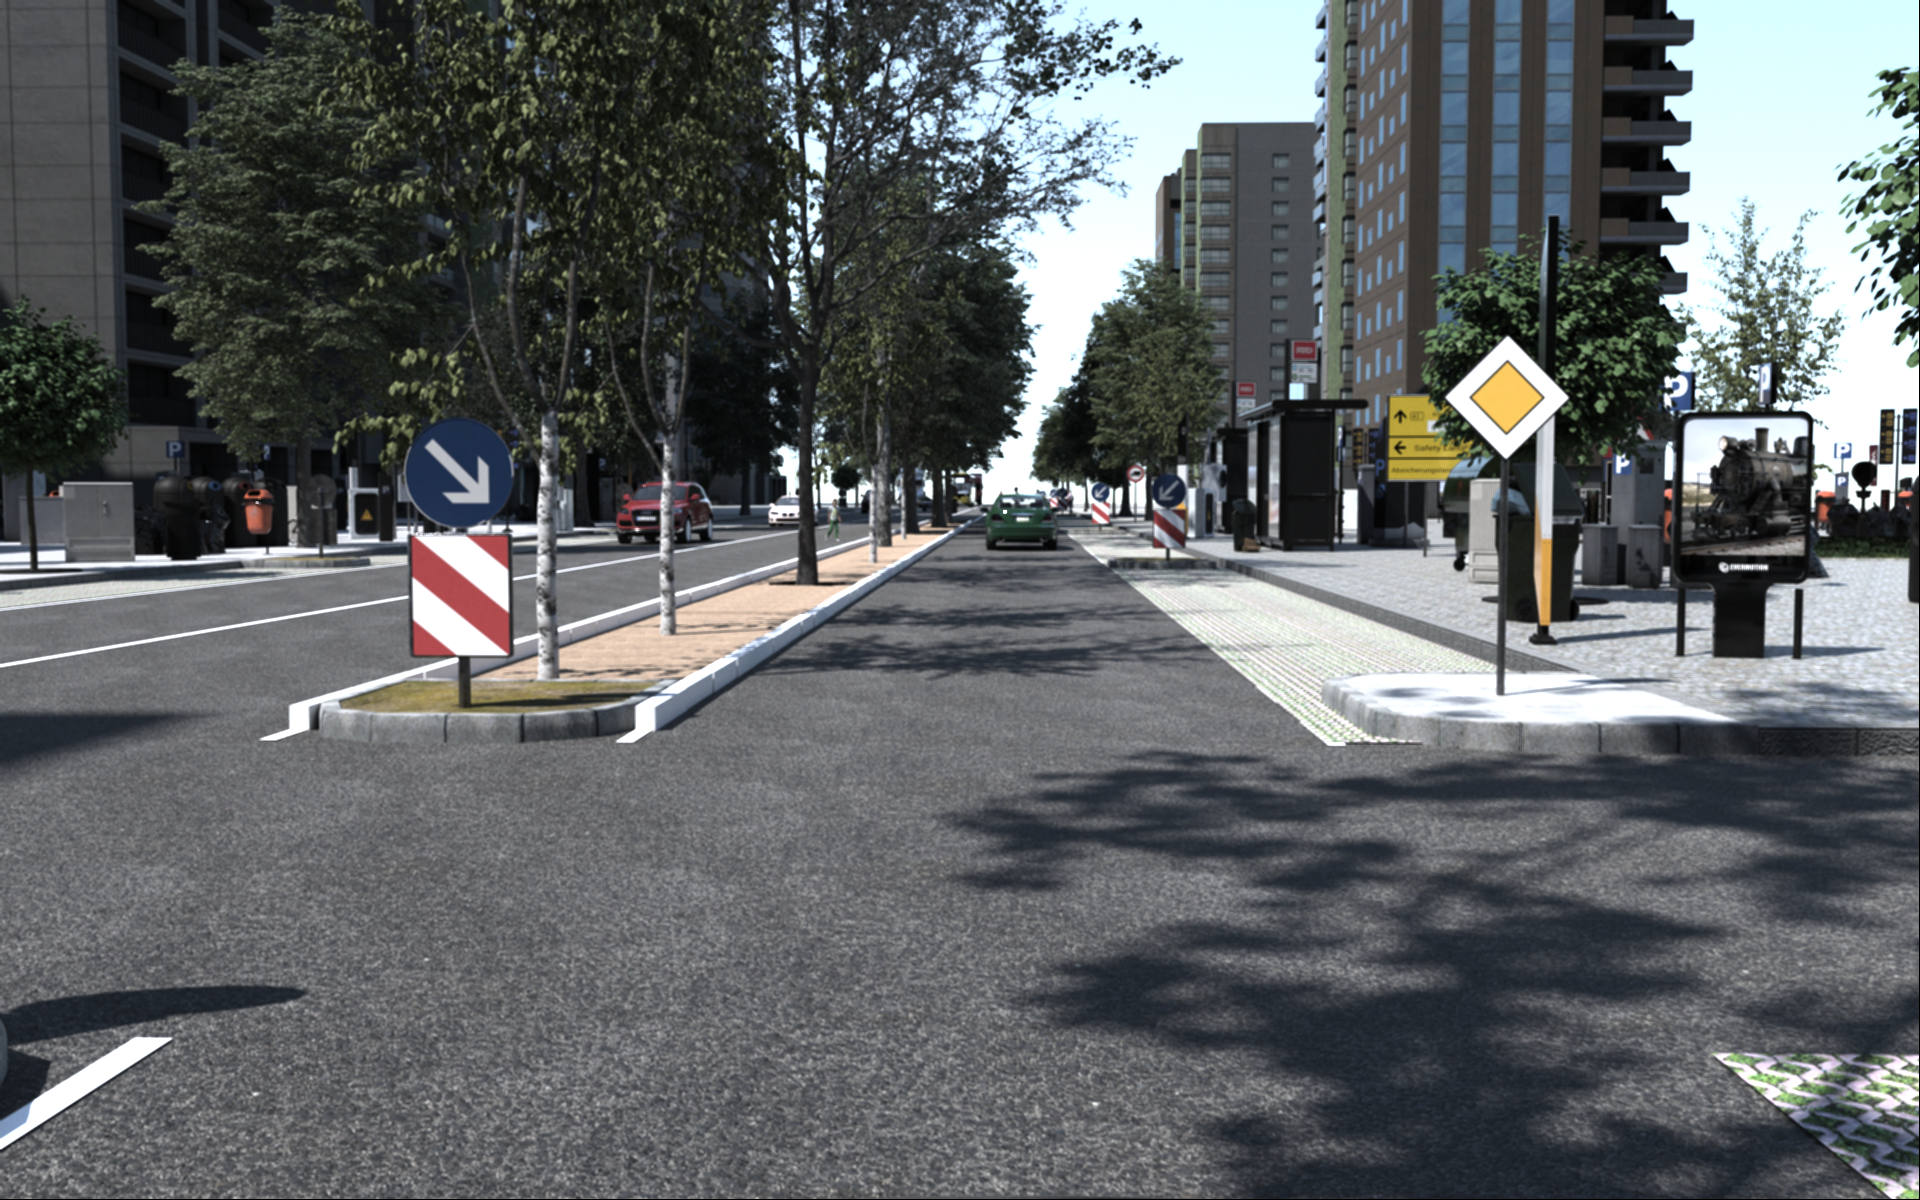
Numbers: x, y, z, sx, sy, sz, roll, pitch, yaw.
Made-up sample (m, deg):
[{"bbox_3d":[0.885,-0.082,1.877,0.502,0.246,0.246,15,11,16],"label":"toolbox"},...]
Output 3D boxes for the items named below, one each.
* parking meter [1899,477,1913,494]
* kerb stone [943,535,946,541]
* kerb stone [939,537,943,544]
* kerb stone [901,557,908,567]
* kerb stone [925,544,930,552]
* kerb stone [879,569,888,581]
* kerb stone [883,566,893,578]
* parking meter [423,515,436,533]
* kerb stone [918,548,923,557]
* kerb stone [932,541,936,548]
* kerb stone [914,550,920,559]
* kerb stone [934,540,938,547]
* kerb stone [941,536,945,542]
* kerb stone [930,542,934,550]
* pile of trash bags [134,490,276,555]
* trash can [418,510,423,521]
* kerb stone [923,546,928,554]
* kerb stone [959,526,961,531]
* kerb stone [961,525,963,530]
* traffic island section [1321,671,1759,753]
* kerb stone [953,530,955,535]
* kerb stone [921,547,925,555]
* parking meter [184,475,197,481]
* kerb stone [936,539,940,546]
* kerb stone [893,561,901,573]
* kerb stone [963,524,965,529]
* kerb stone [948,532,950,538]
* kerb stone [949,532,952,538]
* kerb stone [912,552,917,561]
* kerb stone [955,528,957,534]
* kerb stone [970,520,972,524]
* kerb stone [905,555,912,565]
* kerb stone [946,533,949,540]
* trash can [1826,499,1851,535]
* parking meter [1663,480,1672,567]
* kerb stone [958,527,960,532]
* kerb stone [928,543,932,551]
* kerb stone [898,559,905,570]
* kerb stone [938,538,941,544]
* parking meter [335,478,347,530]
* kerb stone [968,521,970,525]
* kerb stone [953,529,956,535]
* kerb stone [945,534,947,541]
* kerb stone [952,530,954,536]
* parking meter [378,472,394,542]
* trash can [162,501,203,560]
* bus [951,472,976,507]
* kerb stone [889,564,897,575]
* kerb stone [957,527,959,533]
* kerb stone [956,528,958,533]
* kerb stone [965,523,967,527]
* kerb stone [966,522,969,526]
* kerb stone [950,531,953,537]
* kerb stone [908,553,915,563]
[{"bbox_3d":[32.360,-3.278,59.301,0.399,1.863,0.255,-2,4,-27],"label":"parking meter"},{"bbox_3d":[-0.561,-1.754,50.914,0.120,0.150,1.000,0,4,2],"label":"kerb stone"},{"bbox_3d":[-0.631,-1.630,48.854,0.120,0.150,1.000,0,4,2],"label":"kerb stone"},{"bbox_3d":[-1.138,-0.690,33.475,0.120,0.150,1.000,0,4,2],"label":"kerb stone"},{"bbox_3d":[-0.867,-1.192,41.686,0.120,0.150,1.000,0,4,2],"label":"kerb stone"},{"bbox_3d":[-1.316,-0.377,28.358,0.120,0.150,1.000,0,4,2],"label":"kerb stone"},{"bbox_3d":[-1.282,-0.439,29.380,0.120,0.150,1.000,0,4,2],"label":"kerb stone"},{"bbox_3d":[-16.527,-2.784,53.923,0.372,1.533,0.369,0,3,0],"label":"parking meter"},{"bbox_3d":[-0.977,-1.004,38.603,0.120,0.150,1.000,0,4,2],"label":"kerb stone"},{"bbox_3d":[-0.770,-1.377,44.753,0.120,0.150,1.000,0,4,2],"label":"kerb stone"},{"bbox_3d":[-1.008,-0.941,37.579,0.120,0.150,1.000,0,4,2],"label":"kerb stone"},{"bbox_3d":[-0.735,-1.439,45.774,0.120,0.150,1.000,0,4,2],"label":"kerb stone"},{"bbox_3d":[-0.592,-1.693,49.884,0.120,0.150,1.000,0,4,2],"label":"kerb stone"},{"bbox_3d":[-0.808,-1.317,43.732,0.120,0.150,1.000,0,4,2],"label":"kerb stone"},{"bbox_3d":[-16.111,-1.652,36.767,3.447,1.369,1.912,1,4,12],"label":"pile of trash bags"},{"bbox_3d":[-25.662,-4.326,82.390,0.748,1.137,0.748,0,3,0],"label":"trash can"},{"bbox_3d":[-0.907,-1.124,40.657,0.120,0.150,1.000,0,4,2],"label":"kerb stone"},{"bbox_3d":[-0.126,-2.571,64.232,0.120,0.150,1.000,0,4,2],"label":"kerb stone"},{"bbox_3d":[-0.050,-2.697,66.289,0.120,0.150,1.000,0,4,2],"label":"kerb stone"},{"bbox_3d":[3.462,0.687,11.043,2.009,0.180,2.903,0,4,2],"label":"traffic island section"},{"bbox_3d":[-0.326,-2.194,58.082,0.120,0.150,1.000,0,4,2],"label":"kerb stone"},{"bbox_3d":[-0.937,-1.066,39.627,0.120,0.150,1.000,0,4,2],"label":"kerb stone"},{"bbox_3d":[-23.729,-2.915,53.365,0.399,1.863,0.255,1,4,22],"label":"parking meter"},{"bbox_3d":[-0.703,-1.499,46.796,0.120,0.150,1.000,0,4,2],"label":"kerb stone"},{"bbox_3d":[-1.207,-0.563,31.427,0.120,0.150,1.000,0,4,2],"label":"kerb stone"},{"bbox_3d":[0.016,-2.822,68.341,0.120,0.150,1.000,0,4,2],"label":"kerb stone"},{"bbox_3d":[-0.458,-1.943,53.980,0.120,0.150,1.000,0,4,2],"label":"kerb stone"},{"bbox_3d":[-0.427,-2.007,55.009,0.120,0.150,1.000,0,4,2],"label":"kerb stone"},{"bbox_3d":[-1.043,-0.878,36.557,0.120,0.150,1.000,0,4,2],"label":"kerb stone"},{"bbox_3d":[-0.255,-2.320,60.126,0.120,0.150,1.000,0,4,2],"label":"kerb stone"},{"bbox_3d":[0.358,-3.447,78.563,0.120,0.150,1.000,0,4,2],"label":"kerb stone"},{"bbox_3d":[-1.104,-0.752,34.497,0.120,0.150,1.000,0,4,2],"label":"kerb stone"},{"bbox_3d":[-0.490,-1.882,52.959,0.120,0.150,1.000,0,4,2],"label":"kerb stone"},{"bbox_3d":[27.007,-2.547,53.295,0.748,1.137,0.748,0,3,0],"label":"trash can"},{"bbox_3d":[12.476,-1.362,30.673,0.372,1.533,0.369,0,3,0],"label":"parking meter"},{"bbox_3d":[-0.159,-2.508,63.206,0.120,0.150,1.000,0,4,2],"label":"kerb stone"},{"bbox_3d":[-0.837,-1.255,42.707,0.120,0.150,1.000,0,4,2],"label":"kerb stone"},{"bbox_3d":[-1.167,-0.625,32.448,0.120,0.150,1.000,0,4,2],"label":"kerb stone"},{"bbox_3d":[-0.663,-1.565,47.829,0.120,0.150,1.000,0,4,2],"label":"kerb stone"},{"bbox_3d":[-22.088,-3.433,61.833,0.399,1.863,0.255,-1,4,-17],"label":"parking meter"},{"bbox_3d":[0.247,-3.260,75.498,0.120,0.150,1.000,0,4,2],"label":"kerb stone"},{"bbox_3d":[-0.298,-2.257,59.103,0.120,0.150,1.000,0,4,2],"label":"kerb stone"},{"bbox_3d":[-0.533,-1.815,51.938,0.120,0.150,1.000,0,4,2],"label":"kerb stone"},{"bbox_3d":[-0.356,-2.132,57.060,0.120,0.150,1.000,0,4,2],"label":"kerb stone"},{"bbox_3d":[-15.462,-2.507,46.693,0.399,1.863,0.255,-1,4,-21],"label":"parking meter"},{"bbox_3d":[-15.084,-1.344,33.633,0.748,1.137,0.748,0,3,0],"label":"trash can"},{"bbox_3d":[0.227,-12.482,195.630,2.896,3.916,12.252,0,4,3],"label":"bus"},{"bbox_3d":[-1.240,-0.500,30.401,0.120,0.150,1.000,0,4,2],"label":"kerb stone"},{"bbox_3d":[-0.185,-2.446,62.185,0.120,0.150,1.000,0,4,2],"label":"kerb stone"},{"bbox_3d":[-0.225,-2.381,61.156,0.120,0.150,1.000,0,4,2],"label":"kerb stone"},{"bbox_3d":[0.110,-3.009,71.406,0.120,0.150,1.000,0,4,2],"label":"kerb stone"},{"bbox_3d":[0.183,-3.135,73.448,0.120,0.150,1.000,0,4,2],"label":"kerb stone"},{"bbox_3d":[-0.397,-2.069,56.030,0.120,0.150,1.000,0,4,2],"label":"kerb stone"},{"bbox_3d":[-1.068,-0.815,35.529,0.120,0.150,1.000,0,4,2],"label":"kerb stone"}]
